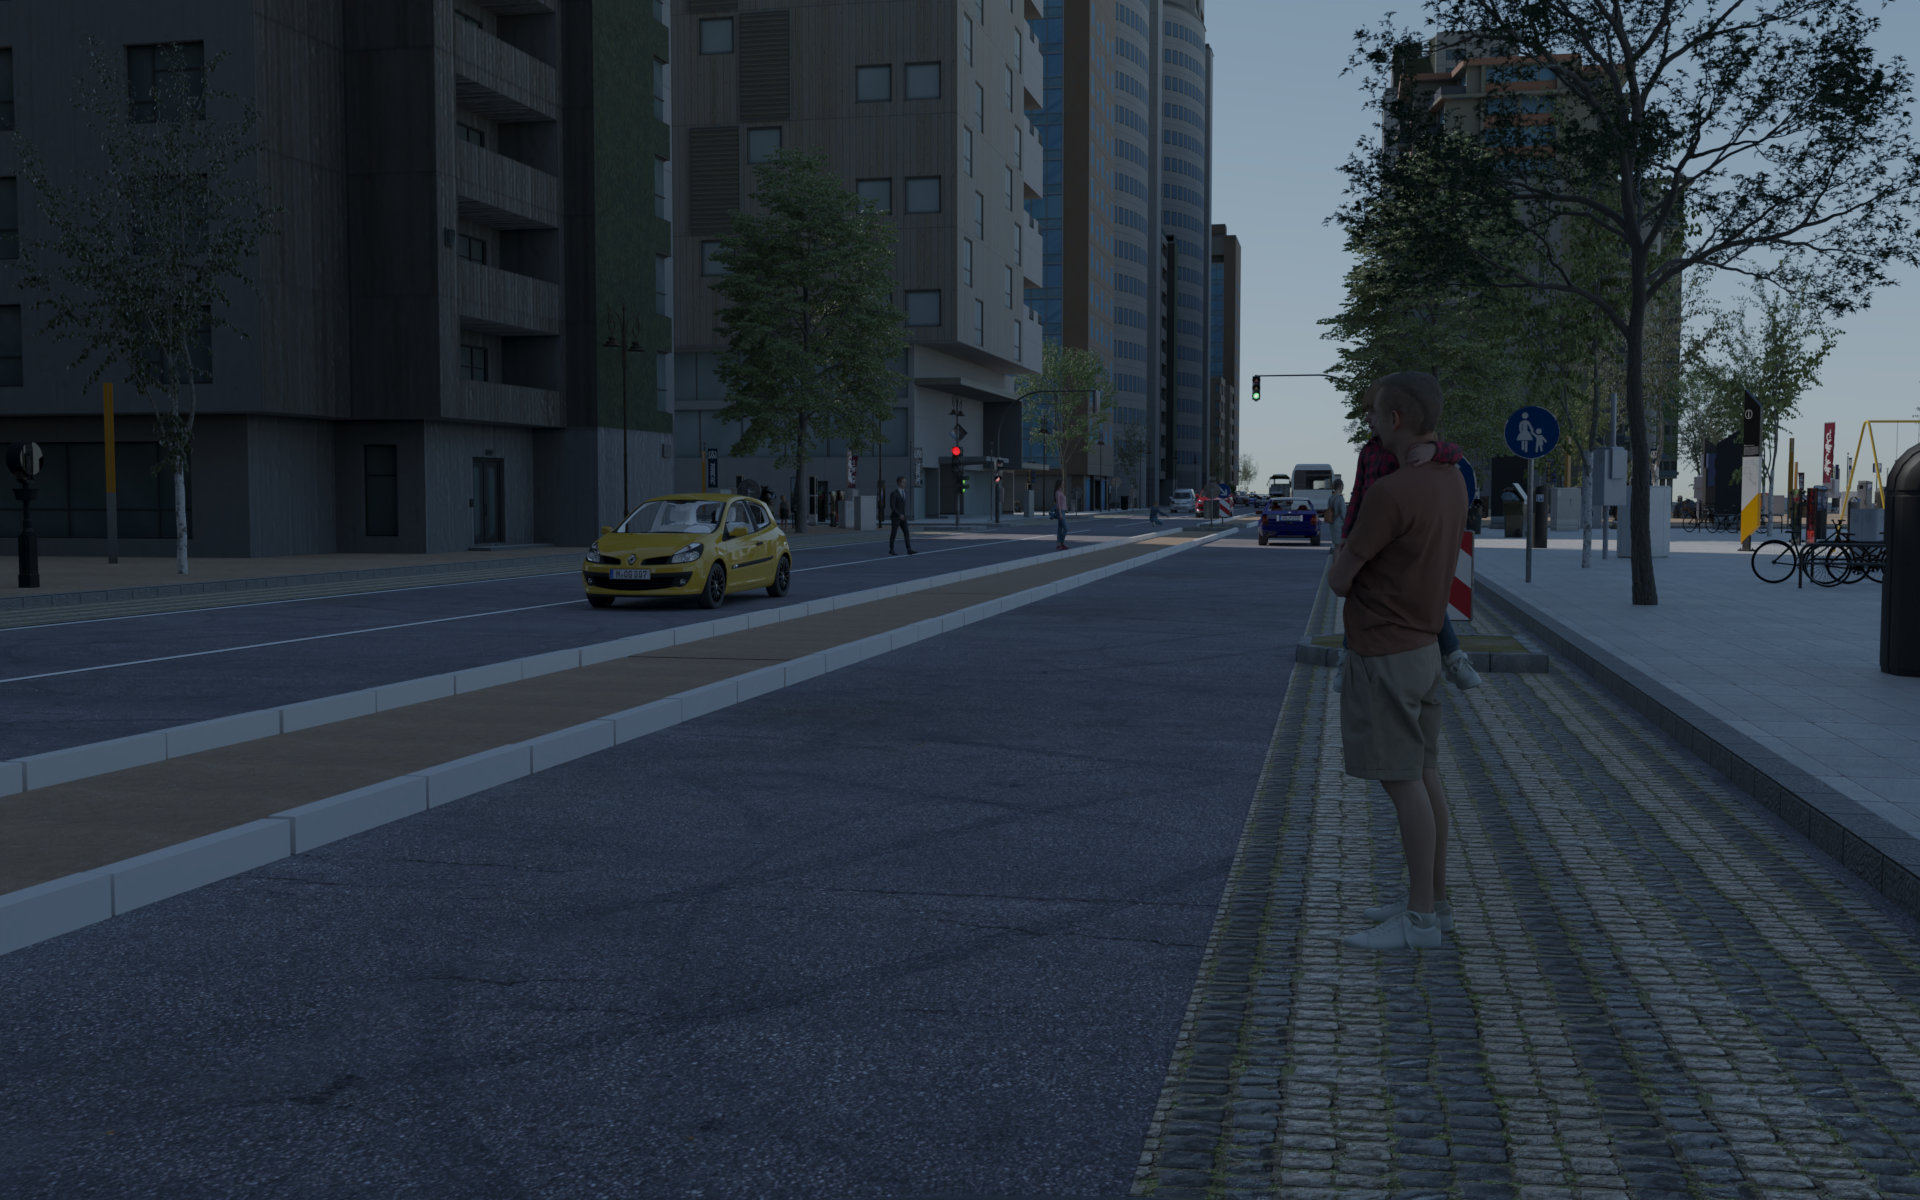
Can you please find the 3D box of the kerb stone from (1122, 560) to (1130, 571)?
[{"bbox_3d":[3.012,-0.619,32.405,0.120,0.150,1.000,1,4,13],"label":"kerb stone"}]

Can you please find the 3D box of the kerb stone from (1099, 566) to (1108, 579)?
[{"bbox_3d":[2.342,-0.438,29.399,0.120,0.150,1.000,1,4,13],"label":"kerb stone"}]

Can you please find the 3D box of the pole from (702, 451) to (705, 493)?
[{"bbox_3d":[-12.180,-5.411,82.305,0.158,3.312,0.155,0,3,0],"label":"pole"}]

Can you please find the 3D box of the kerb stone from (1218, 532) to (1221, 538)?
[{"bbox_3d":[8.168,-2.030,55.407,0.120,0.150,1.000,1,4,13],"label":"kerb stone"}]

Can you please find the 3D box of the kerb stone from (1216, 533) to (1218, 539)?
[{"bbox_3d":[7.944,-1.969,54.406,0.120,0.150,1.000,1,4,13],"label":"kerb stone"}]

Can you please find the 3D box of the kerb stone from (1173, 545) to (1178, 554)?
[{"bbox_3d":[5.037,-1.173,41.415,0.120,0.150,1.000,1,4,13],"label":"kerb stone"}]

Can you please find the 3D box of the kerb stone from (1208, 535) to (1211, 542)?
[{"bbox_3d":[7.275,-1.783,51.406,0.120,0.150,1.000,1,4,13],"label":"kerb stone"}]

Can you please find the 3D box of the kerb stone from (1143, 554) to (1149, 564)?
[{"bbox_3d":[3.695,-0.803,35.411,0.120,0.150,1.000,1,4,13],"label":"kerb stone"}]

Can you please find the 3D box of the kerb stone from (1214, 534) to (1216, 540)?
[{"bbox_3d":[7.725,-1.909,53.406,0.120,0.150,1.000,1,4,13],"label":"kerb stone"}]

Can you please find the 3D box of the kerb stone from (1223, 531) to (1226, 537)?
[{"bbox_3d":[8.626,-2.153,57.404,0.120,0.150,1.000,1,4,13],"label":"kerb stone"}]

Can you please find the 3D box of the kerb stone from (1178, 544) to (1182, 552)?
[{"bbox_3d":[5.263,-1.236,42.412,0.120,0.150,1.000,1,4,13],"label":"kerb stone"}]

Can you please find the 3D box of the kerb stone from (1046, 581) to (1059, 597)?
[{"bbox_3d":[1.216,-0.125,24.391,0.120,0.150,1.000,1,4,13],"label":"kerb stone"}]

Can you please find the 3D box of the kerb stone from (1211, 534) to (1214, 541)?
[{"bbox_3d":[7.499,-1.845,52.403,0.120,0.150,1.000,1,4,13],"label":"kerb stone"}]

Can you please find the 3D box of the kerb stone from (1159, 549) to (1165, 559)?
[{"bbox_3d":[4.374,-0.987,38.411,0.120,0.150,1.000,1,4,13],"label":"kerb stone"}]

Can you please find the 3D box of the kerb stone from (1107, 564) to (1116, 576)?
[{"bbox_3d":[2.571,-0.497,30.406,0.120,0.150,1.000,1,4,13],"label":"kerb stone"}]

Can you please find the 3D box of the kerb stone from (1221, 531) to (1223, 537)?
[{"bbox_3d":[8.394,-2.090,56.404,0.120,0.150,1.000,1,4,13],"label":"kerb stone"}]

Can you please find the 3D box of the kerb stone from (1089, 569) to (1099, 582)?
[{"bbox_3d":[2.114,-0.379,28.399,0.120,0.150,1.000,1,4,13],"label":"kerb stone"}]

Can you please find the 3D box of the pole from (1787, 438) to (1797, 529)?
[{"bbox_3d":[30.213,-4.229,62.990,0.158,3.312,0.155,0,3,0],"label":"pole"}]

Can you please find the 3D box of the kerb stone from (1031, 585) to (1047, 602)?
[{"bbox_3d":[0.997,-0.072,23.378,0.120,0.150,1.000,1,4,13],"label":"kerb stone"}]

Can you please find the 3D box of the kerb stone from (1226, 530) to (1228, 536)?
[{"bbox_3d":[8.847,-2.214,58.402,0.120,0.150,1.000,1,4,13],"label":"kerb stone"}]

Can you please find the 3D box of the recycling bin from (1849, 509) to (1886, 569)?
[{"bbox_3d":[15.909,-1.062,29.922,0.722,1.027,0.722,0,4,-8],"label":"recycling bin"}]

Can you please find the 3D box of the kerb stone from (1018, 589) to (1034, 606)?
[{"bbox_3d":[0.772,-0.011,22.379,0.120,0.150,1.000,1,4,13],"label":"kerb stone"}]

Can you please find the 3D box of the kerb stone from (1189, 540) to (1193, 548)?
[{"bbox_3d":[5.926,-1.420,45.408,0.120,0.150,1.000,1,4,13],"label":"kerb stone"}]

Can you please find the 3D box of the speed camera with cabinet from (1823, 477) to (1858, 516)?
[{"bbox_3d":[51.796,-6.558,101.566,0.660,3.252,2.038,-3,4,-36],"label":"speed camera with cabinet"}]

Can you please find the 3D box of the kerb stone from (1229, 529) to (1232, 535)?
[{"bbox_3d":[9.290,-2.335,60.407,0.120,0.150,1.000,1,4,13],"label":"kerb stone"}]

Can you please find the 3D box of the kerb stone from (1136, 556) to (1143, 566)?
[{"bbox_3d":[3.472,-0.747,34.407,0.120,0.150,1.000,1,4,13],"label":"kerb stone"}]

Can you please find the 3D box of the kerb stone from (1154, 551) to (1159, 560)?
[{"bbox_3d":[4.135,-0.931,37.416,0.120,0.150,1.000,1,4,13],"label":"kerb stone"}]

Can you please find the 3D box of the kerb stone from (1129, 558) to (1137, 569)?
[{"bbox_3d":[3.242,-0.686,33.411,0.120,0.150,1.000,1,4,13],"label":"kerb stone"}]

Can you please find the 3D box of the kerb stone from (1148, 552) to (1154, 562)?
[{"bbox_3d":[3.918,-0.866,36.409,0.120,0.150,1.000,1,4,13],"label":"kerb stone"}]

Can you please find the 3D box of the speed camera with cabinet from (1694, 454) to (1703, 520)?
[{"bbox_3d":[37.462,-5.589,85.722,0.660,3.252,2.038,-3,5,-45],"label":"speed camera with cabinet"}]

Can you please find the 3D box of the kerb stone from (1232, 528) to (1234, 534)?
[{"bbox_3d":[9.519,-2.398,61.410,0.120,0.150,1.000,1,4,13],"label":"kerb stone"}]

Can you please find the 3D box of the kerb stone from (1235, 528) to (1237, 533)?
[{"bbox_3d":[9.965,-2.521,63.409,0.120,0.150,1.000,1,4,13],"label":"kerb stone"}]

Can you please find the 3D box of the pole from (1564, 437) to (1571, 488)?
[{"bbox_3d":[21.701,-4.161,61.883,0.158,3.312,0.155,0,3,0],"label":"pole"}]

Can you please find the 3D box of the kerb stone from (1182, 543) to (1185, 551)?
[{"bbox_3d":[5.478,-1.298,43.412,0.120,0.150,1.000,1,4,13],"label":"kerb stone"}]

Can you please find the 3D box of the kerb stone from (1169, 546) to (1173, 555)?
[{"bbox_3d":[4.807,-1.115,40.418,0.120,0.150,1.000,1,4,13],"label":"kerb stone"}]

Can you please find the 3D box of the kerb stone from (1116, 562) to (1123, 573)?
[{"bbox_3d":[2.794,-0.563,31.406,0.120,0.150,1.000,1,4,13],"label":"kerb stone"}]

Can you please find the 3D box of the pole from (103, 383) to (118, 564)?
[{"bbox_3d":[-15.628,-2.325,31.863,0.158,3.312,0.155,0,3,0],"label":"pole"}]

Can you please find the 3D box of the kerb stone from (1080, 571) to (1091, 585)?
[{"bbox_3d":[1.899,-0.318,27.389,0.120,0.150,1.000,1,4,13],"label":"kerb stone"}]

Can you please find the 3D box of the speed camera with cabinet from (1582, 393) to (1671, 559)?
[{"bbox_3d":[13.296,-2.457,34.514,2.038,3.252,0.660,-2,4,-31],"label":"speed camera with cabinet"}]

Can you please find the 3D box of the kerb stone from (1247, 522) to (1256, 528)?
[{"bbox_3d":[12.774,-3.288,75.956,0.120,0.150,1.000,1,4,13],"label":"kerb stone"}]

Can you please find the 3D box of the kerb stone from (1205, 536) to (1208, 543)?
[{"bbox_3d":[7.049,-1.726,50.409,0.120,0.150,1.000,1,4,13],"label":"kerb stone"}]

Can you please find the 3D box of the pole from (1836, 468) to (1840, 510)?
[{"bbox_3d":[69.792,-8.796,137.650,0.158,3.312,0.155,0,3,0],"label":"pole"}]

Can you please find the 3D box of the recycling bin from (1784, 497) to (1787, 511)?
[{"bbox_3d":[62.372,-7.257,131.206,0.722,1.027,0.722,0,4,7],"label":"recycling bin"}]

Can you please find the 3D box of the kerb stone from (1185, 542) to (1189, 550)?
[{"bbox_3d":[5.708,-1.355,44.409,0.120,0.150,1.000,1,4,13],"label":"kerb stone"}]

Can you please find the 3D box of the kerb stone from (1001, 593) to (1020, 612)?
[{"bbox_3d":[0.552,0.050,21.381,0.120,0.150,1.000,1,4,13],"label":"kerb stone"}]

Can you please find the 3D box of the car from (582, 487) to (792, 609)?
[{"bbox_3d":[-3.569,-0.777,22.936,2.015,1.641,3.980,1,4,13],"label":"car"}]

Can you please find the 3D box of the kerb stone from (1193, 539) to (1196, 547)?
[{"bbox_3d":[6.157,-1.479,46.405,0.120,0.150,1.000,1,4,13],"label":"kerb stone"}]

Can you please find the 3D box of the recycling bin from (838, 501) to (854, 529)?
[{"bbox_3d":[-4.107,-3.192,64.744,0.722,1.027,0.722,-2,4,-25],"label":"recycling bin"}]

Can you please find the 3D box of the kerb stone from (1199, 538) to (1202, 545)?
[{"bbox_3d":[6.594,-1.603,48.402,0.120,0.150,1.000,1,4,13],"label":"kerb stone"}]

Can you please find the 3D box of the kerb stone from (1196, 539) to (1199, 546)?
[{"bbox_3d":[6.378,-1.535,47.403,0.120,0.150,1.000,1,4,13],"label":"kerb stone"}]

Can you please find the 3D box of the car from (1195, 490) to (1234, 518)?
[{"bbox_3d":[15.479,-5.904,105.211,2.281,1.827,5.304,1,4,13],"label":"car"}]

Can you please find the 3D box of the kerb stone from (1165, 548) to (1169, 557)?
[{"bbox_3d":[4.585,-1.049,39.419,0.120,0.150,1.000,1,4,13],"label":"kerb stone"}]

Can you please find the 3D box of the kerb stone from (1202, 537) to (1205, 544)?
[{"bbox_3d":[6.820,-1.658,49.403,0.120,0.150,1.000,1,4,13],"label":"kerb stone"}]

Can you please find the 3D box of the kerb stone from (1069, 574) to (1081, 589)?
[{"bbox_3d":[1.670,-0.256,26.386,0.120,0.150,1.000,1,4,13],"label":"kerb stone"}]

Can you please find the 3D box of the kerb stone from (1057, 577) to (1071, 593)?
[{"bbox_3d":[1.445,-0.195,25.387,0.120,0.150,1.000,1,4,13],"label":"kerb stone"}]
